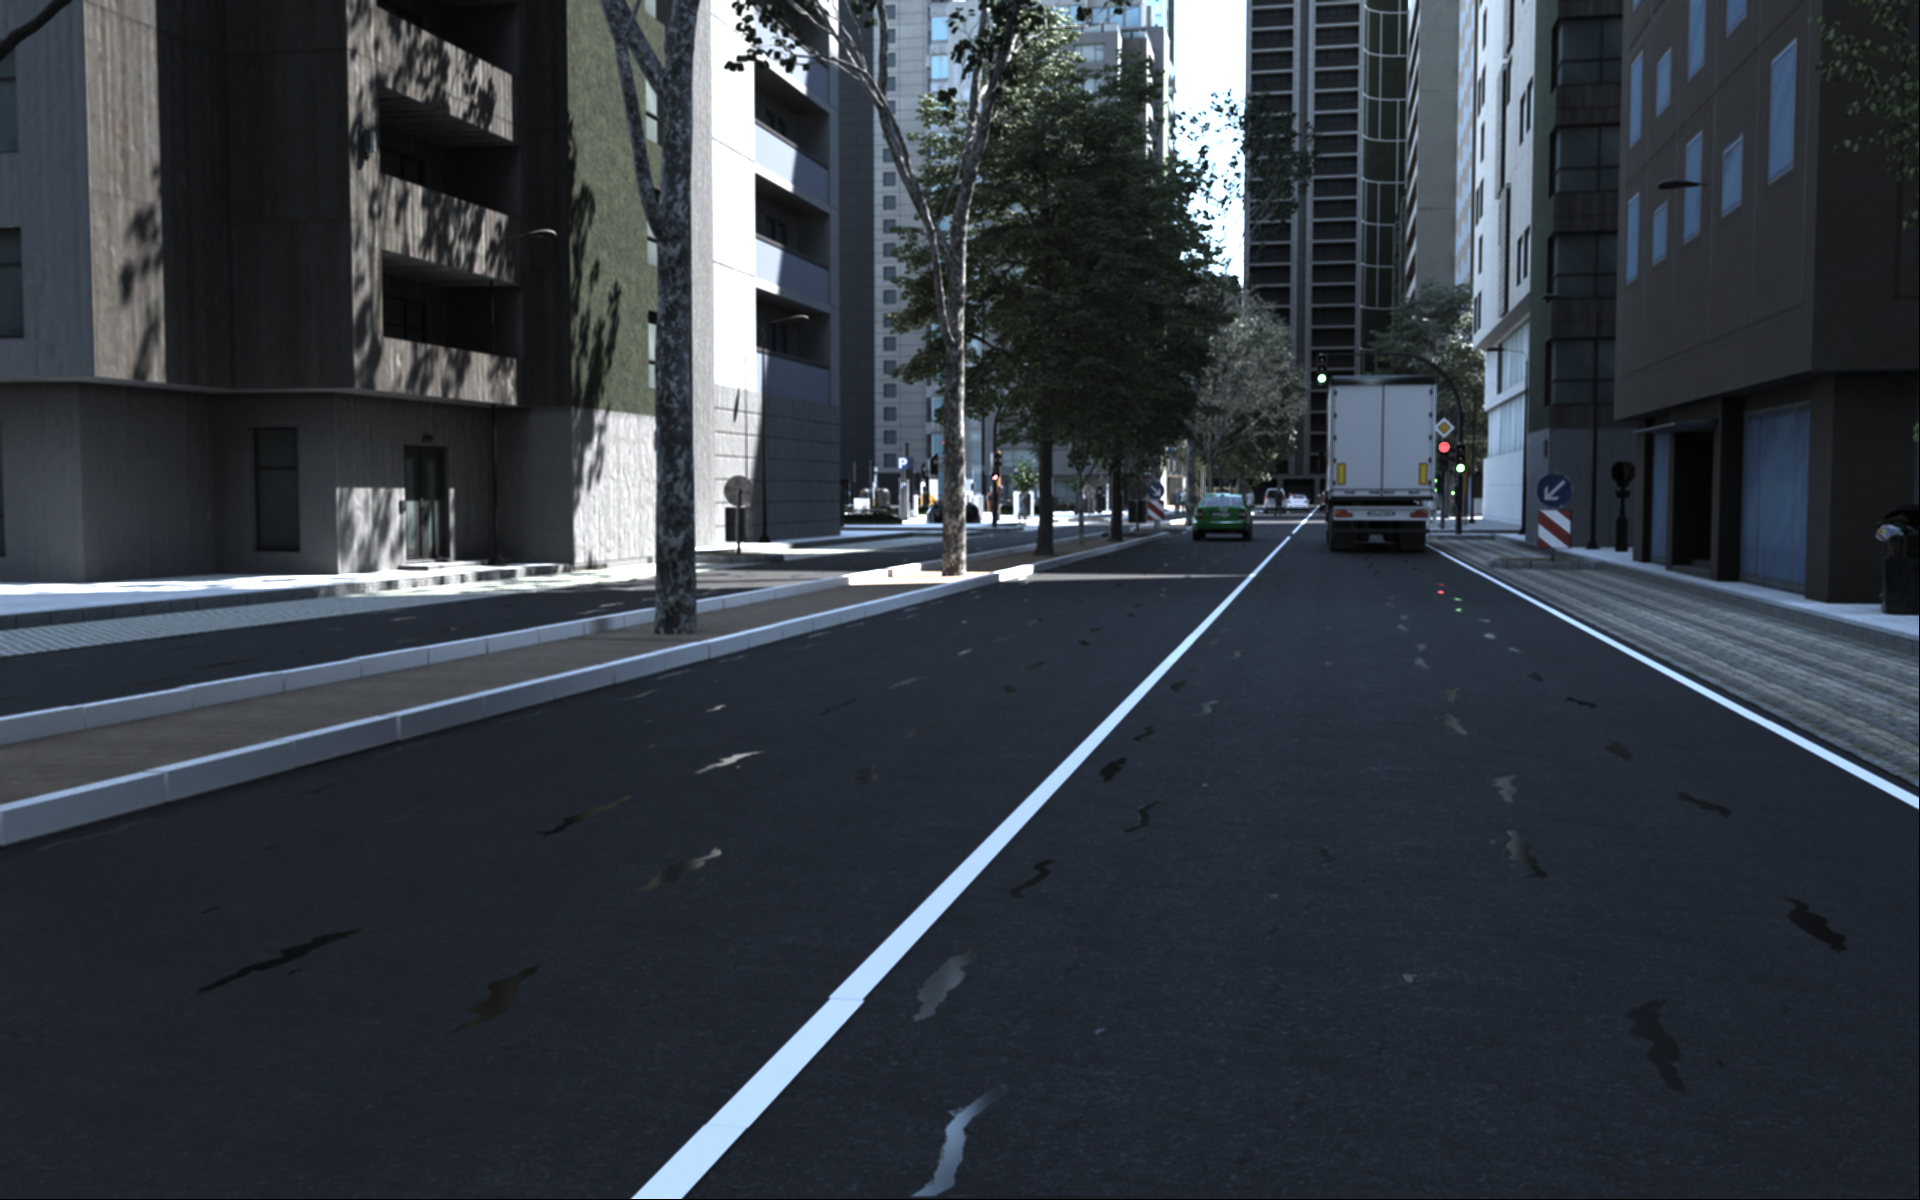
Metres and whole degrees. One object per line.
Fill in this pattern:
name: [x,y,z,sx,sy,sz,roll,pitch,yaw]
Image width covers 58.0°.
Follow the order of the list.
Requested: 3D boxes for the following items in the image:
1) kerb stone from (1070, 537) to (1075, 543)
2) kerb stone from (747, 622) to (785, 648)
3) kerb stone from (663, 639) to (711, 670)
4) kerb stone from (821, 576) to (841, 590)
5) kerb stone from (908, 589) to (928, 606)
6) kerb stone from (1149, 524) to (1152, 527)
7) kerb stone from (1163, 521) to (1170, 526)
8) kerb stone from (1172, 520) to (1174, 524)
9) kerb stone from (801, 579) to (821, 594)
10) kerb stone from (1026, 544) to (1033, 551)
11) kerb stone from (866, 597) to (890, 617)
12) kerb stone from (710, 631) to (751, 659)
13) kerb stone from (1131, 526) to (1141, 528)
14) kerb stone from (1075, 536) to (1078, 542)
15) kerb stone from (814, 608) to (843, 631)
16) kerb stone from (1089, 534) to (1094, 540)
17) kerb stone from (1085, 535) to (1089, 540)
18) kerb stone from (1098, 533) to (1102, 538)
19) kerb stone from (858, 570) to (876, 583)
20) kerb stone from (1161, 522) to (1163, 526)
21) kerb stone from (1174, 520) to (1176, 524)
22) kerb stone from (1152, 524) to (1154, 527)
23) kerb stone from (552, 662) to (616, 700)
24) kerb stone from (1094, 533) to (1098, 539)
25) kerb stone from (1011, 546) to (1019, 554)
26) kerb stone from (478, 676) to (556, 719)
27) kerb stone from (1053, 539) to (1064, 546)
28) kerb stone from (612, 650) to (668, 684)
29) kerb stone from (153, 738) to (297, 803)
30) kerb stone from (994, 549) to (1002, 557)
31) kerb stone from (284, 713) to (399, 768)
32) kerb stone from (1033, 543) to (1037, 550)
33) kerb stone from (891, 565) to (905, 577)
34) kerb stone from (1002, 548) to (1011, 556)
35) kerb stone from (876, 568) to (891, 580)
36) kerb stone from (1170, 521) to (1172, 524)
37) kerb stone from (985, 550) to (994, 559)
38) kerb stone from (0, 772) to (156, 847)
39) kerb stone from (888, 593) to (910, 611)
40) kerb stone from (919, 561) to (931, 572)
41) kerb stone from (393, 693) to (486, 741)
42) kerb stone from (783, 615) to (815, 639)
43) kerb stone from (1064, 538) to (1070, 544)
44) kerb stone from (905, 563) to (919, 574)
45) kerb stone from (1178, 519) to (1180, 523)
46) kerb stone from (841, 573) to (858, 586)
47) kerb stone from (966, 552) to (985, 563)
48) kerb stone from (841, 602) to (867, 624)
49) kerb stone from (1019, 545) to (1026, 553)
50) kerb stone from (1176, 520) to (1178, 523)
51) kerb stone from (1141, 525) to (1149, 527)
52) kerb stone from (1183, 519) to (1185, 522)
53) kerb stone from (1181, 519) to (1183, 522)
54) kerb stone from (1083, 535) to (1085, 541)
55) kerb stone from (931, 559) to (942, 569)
kerb stone: [3.114,-1.703,50.085,0.120,0.150,1.000,1,4,12]
kerb stone: [-1.909,0.350,16.545,0.120,0.150,1.000,1,4,12]
kerb stone: [-2.340,0.469,14.530,0.120,0.150,1.000,1,4,12]
kerb stone: [-2.030,-0.234,26.024,0.120,0.150,1.000,1,4,12]
kerb stone: [-0.625,-0.022,22.550,0.120,0.150,1.000,1,4,12]
kerb stone: [7.727,-3.025,71.655,0.120,0.150,1.000,1,4,12]
kerb stone: [9.446,-3.516,79.678,0.120,0.150,1.000,1,4,12]
kerb stone: [9.870,-3.639,81.692,0.120,0.150,1.000,1,4,12]
kerb stone: [-2.242,-0.173,25.025,0.120,0.150,1.000,1,4,12]
kerb stone: [1.614,-1.276,43.059,0.120,0.150,1.000,1,4,12]
kerb stone: [-1.046,0.101,20.549,0.120,0.150,1.000,1,4,12]
kerb stone: [-2.121,0.412,15.530,0.120,0.150,1.000,1,4,12]
kerb stone: [6.870,-2.780,67.646,0.120,0.150,1.000,1,4,12]
kerb stone: [3.333,-1.765,51.083,0.120,0.150,1.000,1,4,12]
kerb stone: [-1.477,0.223,18.547,0.120,0.150,1.000,1,4,12]
kerb stone: [3.972,-1.951,54.102,0.120,0.150,1.000,1,4,12]
kerb stone: [3.761,-1.890,53.094,0.120,0.150,1.000,1,4,12]
kerb stone: [4.407,-2.074,56.109,0.120,0.150,1.000,1,4,12]
kerb stone: [-1.595,-0.357,28.031,0.120,0.150,1.000,1,4,12]
kerb stone: [8.788,-3.332,76.674,0.120,0.150,1.000,1,4,12]
kerb stone: [10.093,-3.700,82.690,0.120,0.150,1.000,1,4,12]
kerb stone: [7.942,-3.087,72.663,0.120,0.150,1.000,1,4,12]
kerb stone: [-2.768,0.593,12.532,0.120,0.150,1.000,1,4,12]
kerb stone: [4.188,-2.013,55.101,0.120,0.150,1.000,1,4,12]
kerb stone: [1.188,-1.150,41.054,0.120,0.150,1.000,1,4,12]
kerb stone: [-2.980,0.652,11.528,0.120,0.150,1.000,1,4,12]
kerb stone: [2.687,-1.583,48.073,0.120,0.150,1.000,1,4,12]
kerb stone: [-2.548,0.530,13.530,0.120,0.150,1.000,1,4,12]
kerb stone: [-3.622,0.837,8.522,0.120,0.150,1.000,1,4,12]
kerb stone: [0.748,-1.031,39.051,0.120,0.150,1.000,1,4,12]
kerb stone: [-3.417,0.775,9.523,0.120,0.150,1.000,1,4,12]
kerb stone: [1.828,-1.337,44.066,0.120,0.150,1.000,1,4,12]
kerb stone: [-1.173,-0.479,30.031,0.120,0.150,1.000,1,4,12]
kerb stone: [0.969,-1.092,40.049,0.120,0.150,1.000,1,4,12]
kerb stone: [-1.384,-0.415,29.031,0.120,0.150,1.000,1,4,12]
kerb stone: [9.658,-3.577,80.683,0.120,0.150,1.000,1,4,12]
kerb stone: [0.544,-0.970,38.050,0.120,0.150,1.000,1,4,12]
kerb stone: [-3.836,0.902,7.523,0.120,0.150,1.000,1,4,12]
kerb stone: [-0.836,0.041,21.549,0.120,0.150,1.000,1,4,12]
kerb stone: [-0.751,-0.602,32.038,0.120,0.150,1.000,1,4,12]
kerb stone: [-3.191,0.714,10.528,0.120,0.150,1.000,1,4,12]
kerb stone: [-1.695,0.284,17.544,0.120,0.150,1.000,1,4,12]
kerb stone: [2.904,-1.644,49.074,0.120,0.150,1.000,1,4,12]
kerb stone: [-0.954,-0.541,31.036,0.120,0.150,1.000,1,4,12]
kerb stone: [10.516,-3.823,84.694,0.120,0.150,1.000,1,4,12]
kerb stone: [-1.817,-0.290,27.032,0.120,0.150,1.000,1,4,12]
kerb stone: [0.333,-0.907,37.050,0.120,0.150,1.000,1,4,12]
kerb stone: [-1.264,0.162,19.547,0.120,0.150,1.000,1,4,12]
kerb stone: [1.399,-1.215,42.058,0.120,0.150,1.000,1,4,12]
kerb stone: [10.302,-3.761,83.691,0.120,0.150,1.000,1,4,12]
kerb stone: [7.515,-2.964,70.655,0.120,0.150,1.000,1,4,12]
kerb stone: [11.168,-4.001,87.703,0.120,0.150,1.000,1,4,12]
kerb stone: [10.944,-3.945,86.698,0.120,0.150,1.000,1,4,12]
kerb stone: [3.547,-1.828,52.088,0.120,0.150,1.000,1,4,12]
kerb stone: [-0.531,-0.664,33.048,0.120,0.150,1.000,1,4,12]
